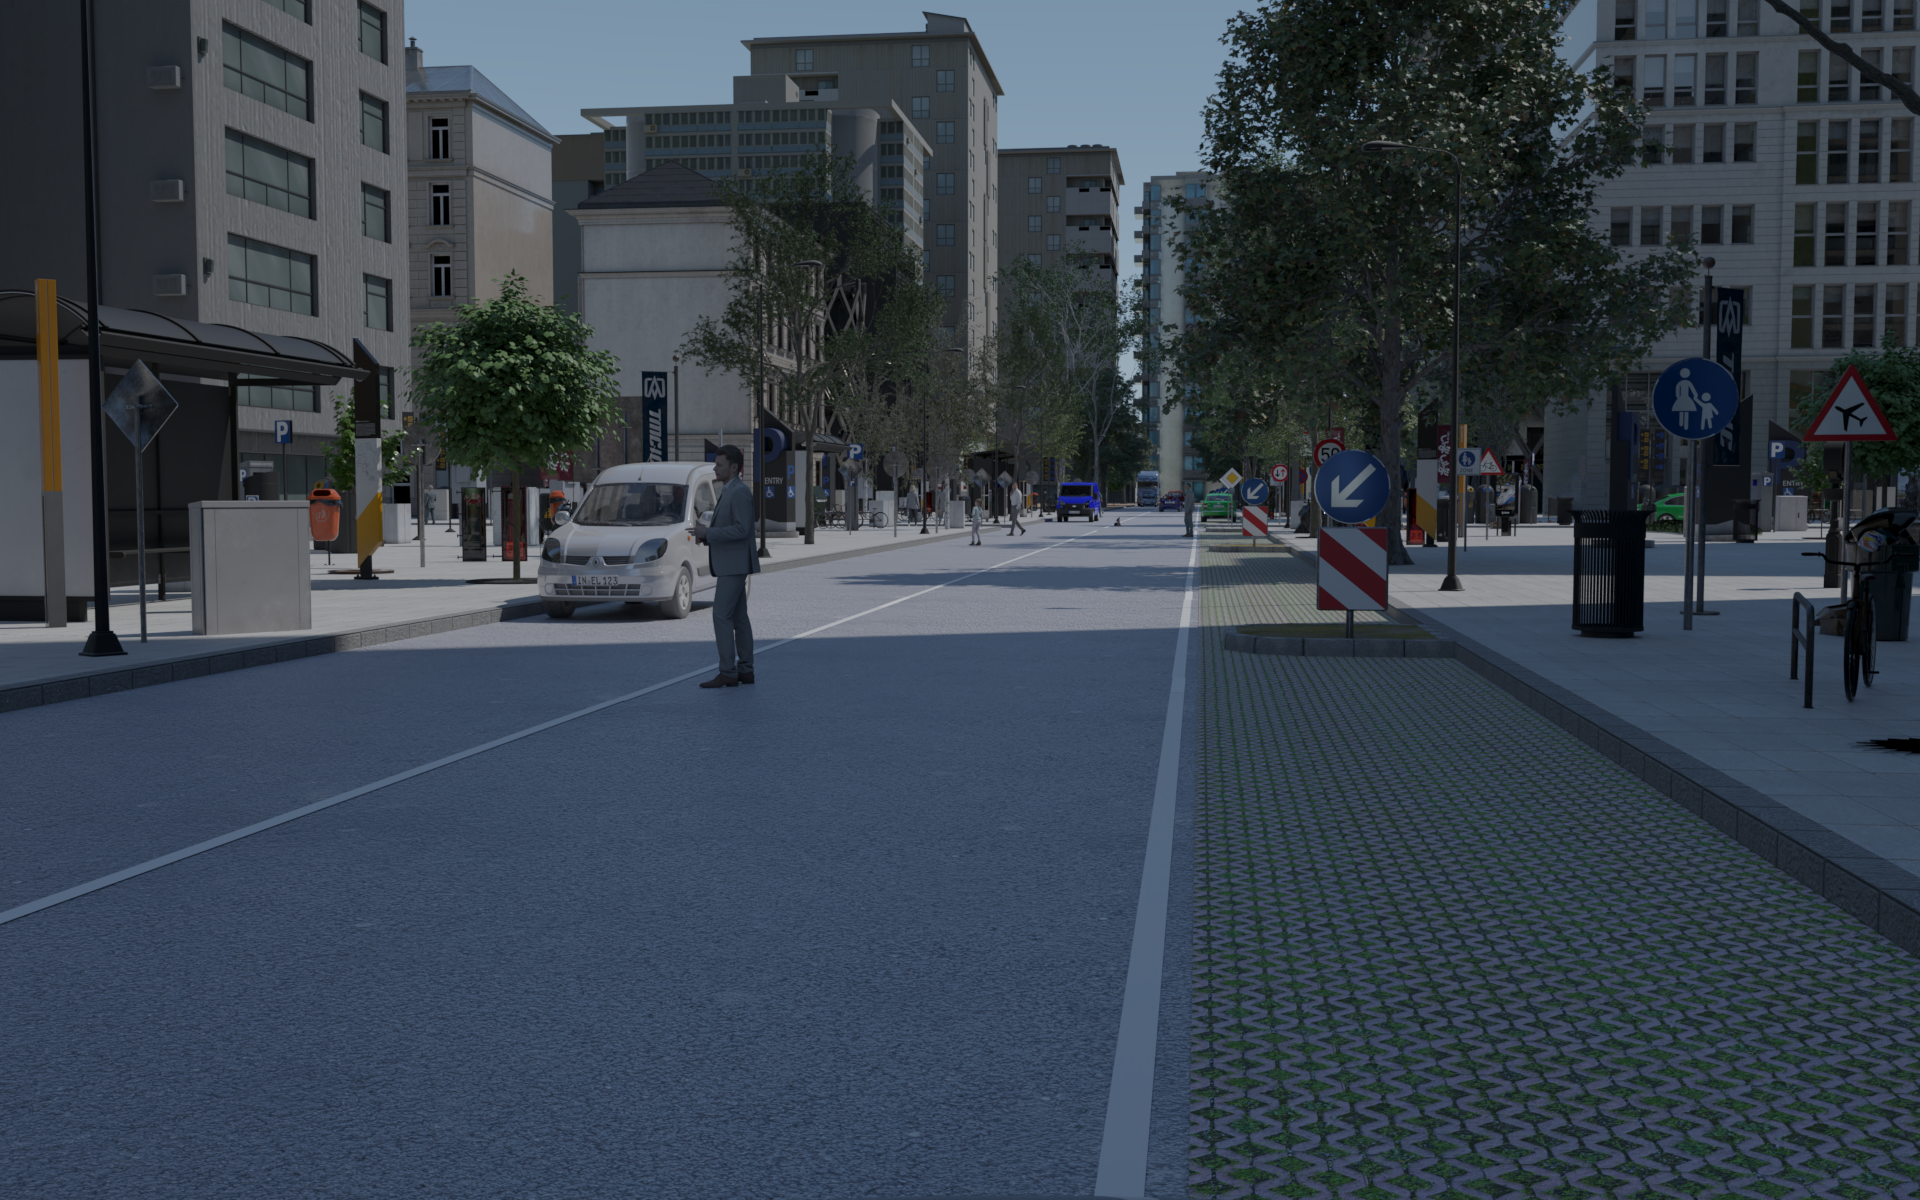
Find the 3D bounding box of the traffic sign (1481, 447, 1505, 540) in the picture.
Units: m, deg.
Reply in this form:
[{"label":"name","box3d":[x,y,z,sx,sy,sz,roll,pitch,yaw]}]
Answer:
[{"label":"traffic sign","box3d":[14.620,-2.935,47.988,0.884,2.594,0.081,1,4,15]}]

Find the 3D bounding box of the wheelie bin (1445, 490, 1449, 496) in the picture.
[{"label":"wheelie bin","box3d":[24.768,-4.835,86.960,0.980,1.594,0.693,-3,5,-41]}]

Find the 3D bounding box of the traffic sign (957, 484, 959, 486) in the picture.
[{"label":"traffic sign","box3d":[-0.245,-5.784,95.759,0.795,2.450,0.064,1,4,11]}]

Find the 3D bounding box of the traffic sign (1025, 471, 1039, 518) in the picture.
[{"label":"traffic sign","box3d":[3.910,-5.767,94.393,0.768,2.556,0.104,1,4,9]}]

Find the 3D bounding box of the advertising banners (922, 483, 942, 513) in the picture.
[{"label":"advertising banners","box3d":[-2.055,-7.056,111.549,2.074,3.025,0.090,-1,4,-14]}]

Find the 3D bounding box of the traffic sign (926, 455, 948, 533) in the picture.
[{"label":"traffic sign","box3d":[-0.762,-3.449,56.502,0.768,2.556,0.104,1,4,17]}]

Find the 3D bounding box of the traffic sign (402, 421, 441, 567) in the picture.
[{"label":"traffic sign","box3d":[-9.413,-1.845,30.268,0.768,2.556,0.104,1,4,13]}]

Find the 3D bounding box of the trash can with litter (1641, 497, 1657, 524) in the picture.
[{"label":"trash can with litter","box3d":[25.280,-3.151,62.898,1.055,1.170,0.624,2,4,23]}]

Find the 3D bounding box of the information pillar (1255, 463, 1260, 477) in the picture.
[{"label":"information pillar","box3d":[20.178,-7.739,117.893,0.504,3.616,0.183,-1,4,-16]}]

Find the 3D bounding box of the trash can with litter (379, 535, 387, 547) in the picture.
[{"label":"trash can with litter","box3d":[-14.370,-1.862,41.830,0.624,1.170,1.055,1,4,14]}]

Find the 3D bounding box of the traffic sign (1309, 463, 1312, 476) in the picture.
[{"label":"traffic sign","box3d":[13.334,-3.927,64.308,0.768,2.556,0.104,1,4,14]}]

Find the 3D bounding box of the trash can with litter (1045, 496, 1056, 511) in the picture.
[{"label":"trash can with litter","box3d":[6.441,-6.776,122.179,0.624,1.170,1.055,-2,4,-29]}]

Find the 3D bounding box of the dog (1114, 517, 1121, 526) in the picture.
[{"label":"dog","box3d":[7.093,-3.488,77.216,0.550,0.427,0.748,2,4,27]}]

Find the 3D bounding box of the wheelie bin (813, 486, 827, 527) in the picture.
[{"label":"wheelie bin","box3d":[-5.628,-3.626,67.197,0.693,1.594,0.980,3,5,41]}]

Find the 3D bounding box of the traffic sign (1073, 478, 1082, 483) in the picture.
[{"label":"traffic sign","box3d":[9.407,-8.487,138.875,0.768,2.556,0.104,1,4,10]}]

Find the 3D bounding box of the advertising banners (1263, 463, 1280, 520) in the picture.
[{"label":"advertising banners","box3d":[15.722,-5.573,87.302,0.090,3.025,2.074,-1,4,-17]}]

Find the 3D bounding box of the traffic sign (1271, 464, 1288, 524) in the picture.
[{"label":"traffic sign","box3d":[13.530,-4.471,73.214,0.768,2.556,0.104,1,4,15]}]

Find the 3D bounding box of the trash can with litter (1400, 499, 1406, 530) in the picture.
[{"label":"trash can with litter","box3d":[15.149,-3.075,61.342,2.233,1.210,1.678,-3,5,-42]}]

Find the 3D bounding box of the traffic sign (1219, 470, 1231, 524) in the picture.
[{"label":"traffic sign","box3d":[11.384,-4.267,73.414,0.795,2.450,0.064,0,4,8]}]

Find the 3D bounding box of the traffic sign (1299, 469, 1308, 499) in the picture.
[{"label":"traffic sign","box3d":[17.228,-5.358,87.707,0.768,2.556,0.104,1,4,10]}]

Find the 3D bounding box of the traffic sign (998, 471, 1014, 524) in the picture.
[{"label":"traffic sign","box3d":[1.933,-4.349,74.740,0.795,2.450,0.064,0,4,8]}]

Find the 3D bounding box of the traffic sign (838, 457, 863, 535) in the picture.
[{"label":"traffic sign","box3d":[-3.418,-3.224,53.894,0.795,2.450,0.064,1,4,11]}]

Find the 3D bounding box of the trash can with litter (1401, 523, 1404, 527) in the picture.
[{"label":"trash can with litter","box3d":[15.986,-3.246,64.462,1.055,1.170,0.624,1,4,21]}]

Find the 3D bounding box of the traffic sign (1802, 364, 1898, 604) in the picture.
[{"label":"traffic sign","box3d":[8.950,-1.069,17.476,0.884,2.594,0.081,1,4,12]}]

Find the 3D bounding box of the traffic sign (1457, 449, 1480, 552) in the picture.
[{"label":"traffic sign","box3d":[11.249,-2.225,38.503,0.606,2.300,0.079,1,4,10]}]

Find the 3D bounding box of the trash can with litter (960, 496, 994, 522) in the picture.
[{"label":"trash can with litter","box3d":[0.664,-4.159,79.057,2.233,1.210,1.678,-1,4,-22]}]

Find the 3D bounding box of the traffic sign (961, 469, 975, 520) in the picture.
[{"label":"traffic sign","box3d":[0.398,-5.329,87.228,0.768,2.556,0.104,1,4,14]}]

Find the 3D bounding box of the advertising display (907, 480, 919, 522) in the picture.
[{"label":"advertising display","box3d":[-2.127,-4.489,78.613,0.123,1.923,0.974,2,4,23]}]

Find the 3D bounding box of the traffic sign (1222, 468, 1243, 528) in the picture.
[{"label":"traffic sign","box3d":[10.287,-3.784,65.504,0.795,2.450,0.064,0,4,8]}]

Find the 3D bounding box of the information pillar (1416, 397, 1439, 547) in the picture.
[{"label":"information pillar","box3d":[11.283,-3.083,41.767,0.504,3.616,0.183,2,4,28]}]

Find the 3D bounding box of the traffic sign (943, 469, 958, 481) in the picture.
[{"label":"traffic sign","box3d":[-0.497,-5.453,89.269,0.768,2.556,0.104,1,4,12]}]

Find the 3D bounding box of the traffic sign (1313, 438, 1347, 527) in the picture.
[{"label":"traffic sign","box3d":[8.416,-2.405,39.427,0.768,2.556,0.104,1,4,9]}]

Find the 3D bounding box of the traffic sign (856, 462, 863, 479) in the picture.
[{"label":"traffic sign","box3d":[-4.119,-4.079,66.805,0.768,2.556,0.104,1,4,16]}]

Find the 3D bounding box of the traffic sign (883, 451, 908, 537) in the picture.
[{"label":"traffic sign","box3d":[-1.920,-3.136,51.373,0.768,2.556,0.104,1,4,15]}]

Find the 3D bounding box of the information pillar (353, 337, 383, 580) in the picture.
[{"label":"information pillar","box3d":[-8.849,-2.111,25.875,0.504,3.616,0.183,2,4,31]}]

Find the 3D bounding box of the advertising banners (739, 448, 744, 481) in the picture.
[{"label":"advertising banners","box3d":[-8.888,-4.332,67.017,0.090,3.025,2.074,-3,4,-38]}]

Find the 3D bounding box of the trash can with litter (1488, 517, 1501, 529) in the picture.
[{"label":"trash can with litter","box3d":[19.830,-3.207,63.816,0.624,1.170,1.055,-1,4,-16]}]

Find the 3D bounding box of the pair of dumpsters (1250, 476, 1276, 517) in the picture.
[{"label":"pair of dumpsters","box3d":[16.623,-5.683,95.406,1.574,2.255,4.437,0,4,8]}]

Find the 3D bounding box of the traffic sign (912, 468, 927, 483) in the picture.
[{"label":"traffic sign","box3d":[-1.998,-5.185,84.874,0.768,2.556,0.104,1,4,13]}]

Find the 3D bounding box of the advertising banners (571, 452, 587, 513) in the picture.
[{"label":"advertising banners","box3d":[-7.446,-2.391,35.284,2.074,3.025,0.090,1,4,23]}]

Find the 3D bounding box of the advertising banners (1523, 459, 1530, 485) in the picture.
[{"label":"advertising banners","box3d":[27.807,-5.523,86.491,0.090,3.025,2.074,-1,4,-16]}]

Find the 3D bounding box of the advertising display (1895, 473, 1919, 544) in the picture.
[{"label":"advertising display","box3d":[20.008,-1.900,36.271,0.123,1.923,0.974,-1,4,-16]}]

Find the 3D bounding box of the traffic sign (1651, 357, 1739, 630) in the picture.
[{"label":"traffic sign","box3d":[6.871,-0.989,16.272,0.768,2.556,0.104,1,4,10]}]

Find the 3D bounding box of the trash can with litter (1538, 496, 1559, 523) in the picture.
[{"label":"trash can with litter","box3d":[26.027,-4.040,77.111,2.233,1.210,1.678,-1,4,-8]}]

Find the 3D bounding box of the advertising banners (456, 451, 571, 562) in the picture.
[{"label":"advertising banners","box3d":[-8.514,-2.246,32.905,2.074,3.025,0.090,0,4,-3]}]

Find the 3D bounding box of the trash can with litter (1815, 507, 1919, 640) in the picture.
[{"label":"trash can with litter","box3d":[8.015,-0.248,15.442,0.624,1.170,1.055,0,4,-8]}]

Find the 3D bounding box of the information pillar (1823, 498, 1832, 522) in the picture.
[{"label":"information pillar","box3d":[39.485,-4.542,78.760,0.304,2.012,0.304,3,4,36]}]

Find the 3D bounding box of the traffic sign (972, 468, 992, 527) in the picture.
[{"label":"traffic sign","box3d":[0.835,-3.865,66.831,0.795,2.450,0.064,0,4,8]}]

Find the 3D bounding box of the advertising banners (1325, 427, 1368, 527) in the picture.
[{"label":"advertising banners","box3d":[10.478,-2.985,44.993,2.074,3.025,0.090,2,4,29]}]

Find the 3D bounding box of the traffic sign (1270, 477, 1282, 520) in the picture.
[{"label":"traffic sign","box3d":[15.691,-5.127,85.948,0.606,2.300,0.079,1,4,16]}]

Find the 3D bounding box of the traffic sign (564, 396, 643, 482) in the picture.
[{"label":"traffic sign","box3d":[-7.293,-2.589,36.199,2.265,3.308,0.079,1,4,17]}]

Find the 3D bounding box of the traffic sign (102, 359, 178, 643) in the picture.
[{"label":"traffic sign","box3d":[-7.038,-0.837,14.870,0.795,2.450,0.064,1,4,17]}]

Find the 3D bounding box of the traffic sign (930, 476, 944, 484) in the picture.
[{"label":"traffic sign","box3d":[-1.200,-5.482,89.736,0.768,2.556,0.104,1,4,16]}]

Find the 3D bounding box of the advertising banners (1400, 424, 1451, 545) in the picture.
[{"label":"advertising banners","box3d":[11.434,-2.893,43.493,2.074,3.025,0.090,0,4,-6]}]

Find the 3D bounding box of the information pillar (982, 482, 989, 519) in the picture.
[{"label":"information pillar","box3d":[1.279,-5.075,87.473,0.304,2.012,0.304,-2,4,-25]}]

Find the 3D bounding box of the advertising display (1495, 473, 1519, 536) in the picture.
[{"label":"advertising display","box3d":[16.689,-2.915,52.866,0.123,1.923,0.974,-1,4,-20]}]

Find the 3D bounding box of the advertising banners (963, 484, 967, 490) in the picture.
[{"label":"advertising banners","box3d":[0.658,-6.575,103.683,0.090,3.025,2.074,2,4,30]}]

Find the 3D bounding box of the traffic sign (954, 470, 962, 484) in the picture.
[{"label":"traffic sign","box3d":[-0.219,-5.645,92.402,0.768,2.556,0.104,1,4,10]}]
